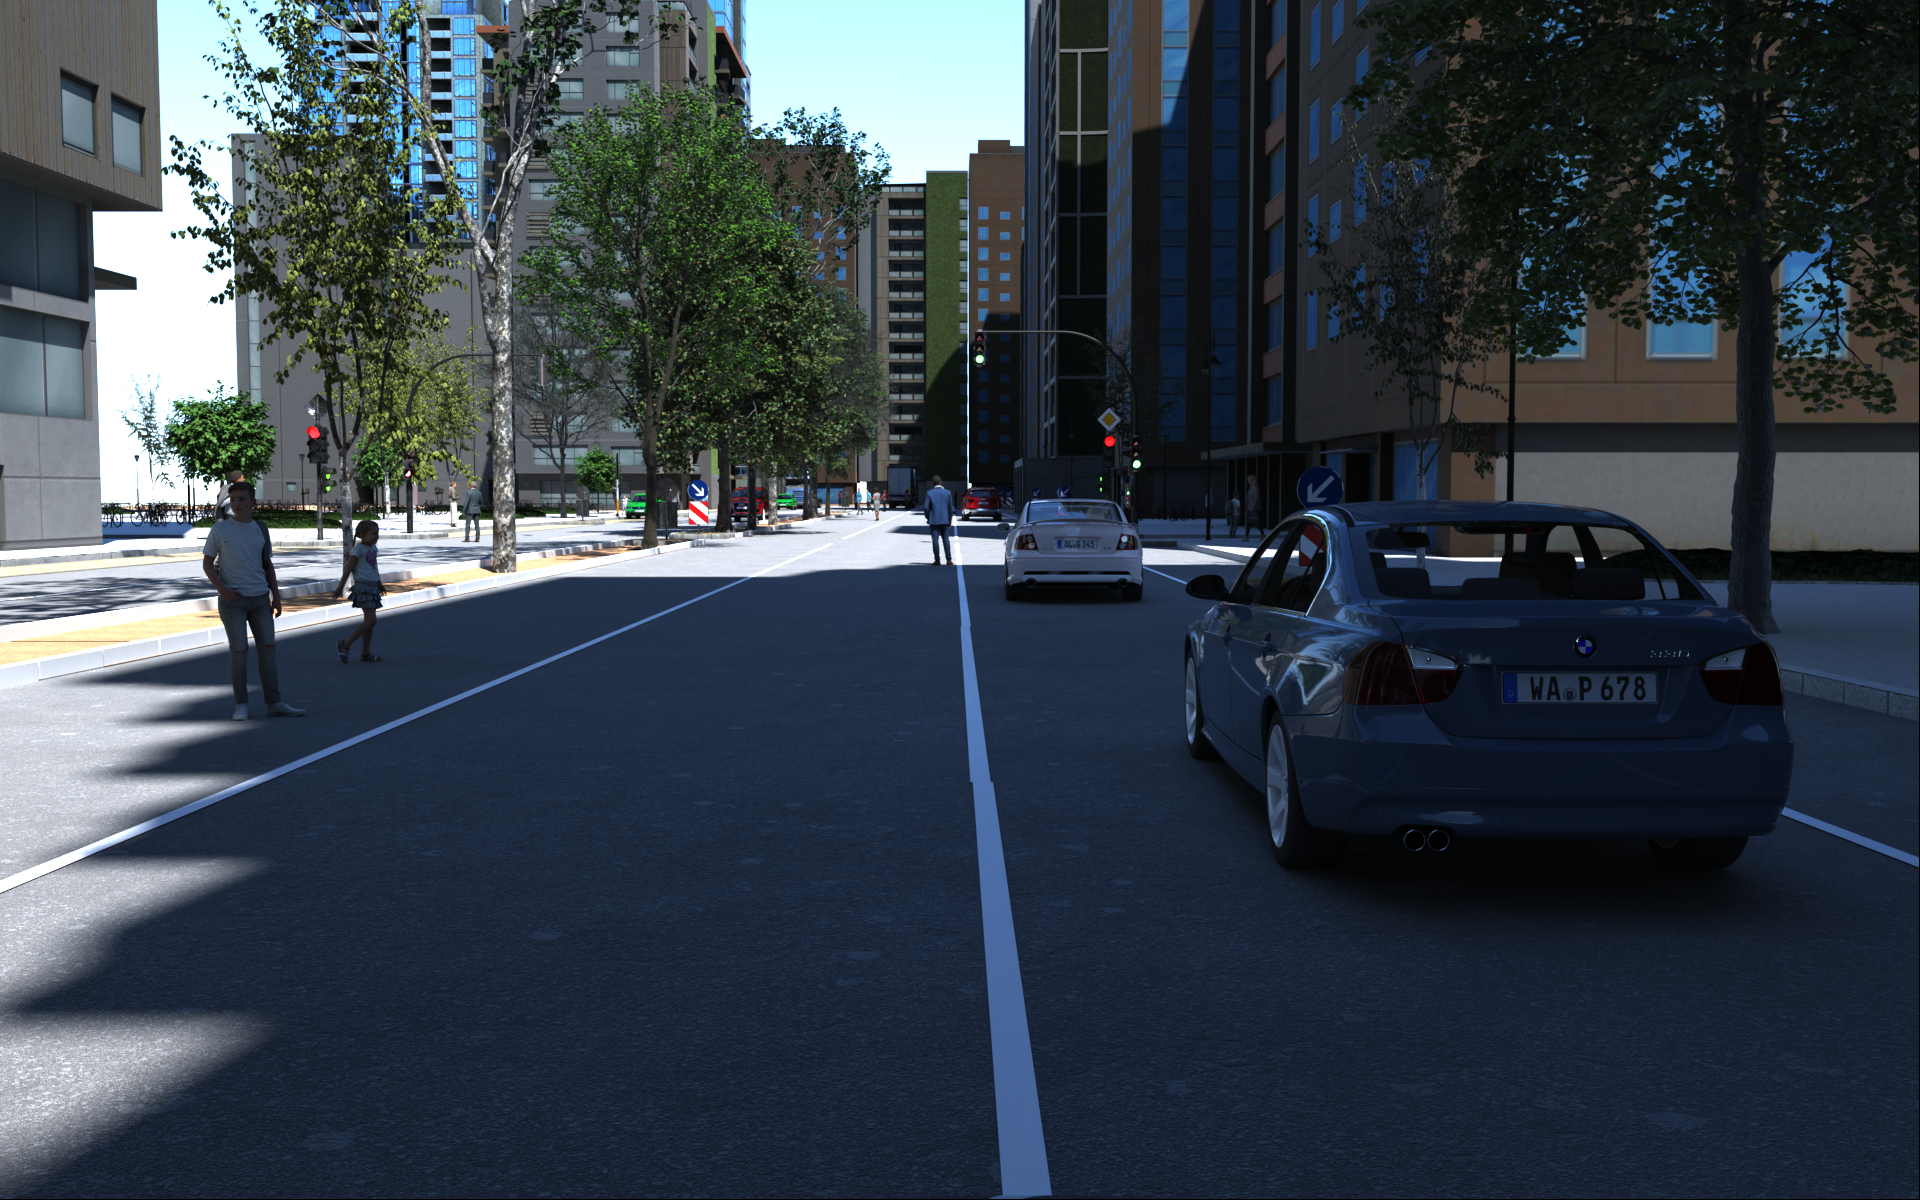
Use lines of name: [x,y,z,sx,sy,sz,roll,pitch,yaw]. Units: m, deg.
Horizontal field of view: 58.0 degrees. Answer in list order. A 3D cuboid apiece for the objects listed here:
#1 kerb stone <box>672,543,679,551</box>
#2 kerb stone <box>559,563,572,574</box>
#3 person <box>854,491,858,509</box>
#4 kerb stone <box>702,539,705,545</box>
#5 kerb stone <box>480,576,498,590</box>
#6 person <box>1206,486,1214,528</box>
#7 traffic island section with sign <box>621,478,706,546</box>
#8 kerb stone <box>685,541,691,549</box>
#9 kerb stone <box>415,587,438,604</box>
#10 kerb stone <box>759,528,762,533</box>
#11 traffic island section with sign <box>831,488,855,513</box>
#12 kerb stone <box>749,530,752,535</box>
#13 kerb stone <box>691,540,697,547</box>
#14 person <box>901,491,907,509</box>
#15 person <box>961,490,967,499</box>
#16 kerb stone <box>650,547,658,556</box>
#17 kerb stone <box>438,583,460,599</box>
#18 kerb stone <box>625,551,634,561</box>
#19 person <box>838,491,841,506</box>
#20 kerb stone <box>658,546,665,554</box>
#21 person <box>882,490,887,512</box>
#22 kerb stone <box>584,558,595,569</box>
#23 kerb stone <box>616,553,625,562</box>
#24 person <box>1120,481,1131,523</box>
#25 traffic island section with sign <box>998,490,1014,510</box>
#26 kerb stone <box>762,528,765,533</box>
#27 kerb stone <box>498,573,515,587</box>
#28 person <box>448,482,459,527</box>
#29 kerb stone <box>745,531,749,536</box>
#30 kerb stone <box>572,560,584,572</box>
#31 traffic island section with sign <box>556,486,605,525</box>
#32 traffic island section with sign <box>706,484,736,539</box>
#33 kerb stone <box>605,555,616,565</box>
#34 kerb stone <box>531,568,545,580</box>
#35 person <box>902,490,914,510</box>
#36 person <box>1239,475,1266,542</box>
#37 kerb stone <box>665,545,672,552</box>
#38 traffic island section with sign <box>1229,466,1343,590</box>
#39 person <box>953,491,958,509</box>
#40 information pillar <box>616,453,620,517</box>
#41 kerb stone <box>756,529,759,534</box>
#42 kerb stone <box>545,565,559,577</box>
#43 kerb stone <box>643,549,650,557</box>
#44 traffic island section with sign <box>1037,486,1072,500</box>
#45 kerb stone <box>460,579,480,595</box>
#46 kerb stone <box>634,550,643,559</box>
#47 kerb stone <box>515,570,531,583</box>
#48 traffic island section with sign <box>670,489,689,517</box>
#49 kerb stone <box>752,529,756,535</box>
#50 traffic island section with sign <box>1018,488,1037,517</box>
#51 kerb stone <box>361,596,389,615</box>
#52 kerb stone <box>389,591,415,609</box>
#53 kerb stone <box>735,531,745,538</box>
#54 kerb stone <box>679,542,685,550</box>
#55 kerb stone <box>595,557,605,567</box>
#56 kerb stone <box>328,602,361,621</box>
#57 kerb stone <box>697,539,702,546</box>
kerb stone: [-7.262,-1.302,43.509,0.120,0.150,1.000,0,4,0]
kerb stone: [-7.207,-0.551,31.197,0.120,0.150,1.000,0,4,0]
person: [-10.149,-9.675,167.490,0.445,1.727,0.742,-1,4,-21]
kerb stone: [-7.284,-1.616,48.625,0.120,0.150,1.000,0,4,0]
kerb stone: [-7.189,-0.237,26.067,0.120,0.150,1.000,0,4,0]
person: [9.392,-3.502,65.109,0.330,1.601,0.589,1,4,23]
traffic island section with sign: [-8.335,-2.473,48.567,2.006,1.907,1.989,0,4,0]
kerb stone: [-7.277,-1.426,45.554,0.120,0.150,1.000,0,4,0]
kerb stone: [-7.173,-0.049,23.000,0.120,0.150,1.000,0,4,0]
kerb stone: [-7.356,-2.465,62.497,0.120,0.150,1.000,0,4,0]
traffic island section with sign: [-8.719,-7.521,131.112,2.006,1.907,1.989,0,4,0]
kerb stone: [-7.341,-2.276,59.415,0.120,0.150,1.000,0,4,0]
kerb stone: [-7.281,-1.491,46.575,0.120,0.150,1.000,0,4,0]
person: [-5.272,-9.663,167.209,0.721,1.743,1.217,-3,5,-42]
person: [0.575,-8.608,149.247,1.348,1.822,0.705,3,4,36]
kerb stone: [-7.249,-1.115,40.432,0.120,0.150,1.000,0,4,0]
kerb stone: [-7.180,-0.112,24.024,0.120,0.150,1.000,0,4,0]
kerb stone: [-7.241,-0.923,37.354,0.120,0.150,1.000,0,4,0]
person: [-14.050,-11.831,201.881,0.705,1.831,1.348,0,4,-4]
kerb stone: [-7.258,-1.175,41.454,0.120,0.150,1.000,0,4,0]
person: [-6.264,-8.113,141.866,0.721,1.743,1.217,1,4,22]
kerb stone: [-7.220,-0.677,33.257,0.120,0.150,1.000,0,4,0]
kerb stone: [-7.234,-0.861,36.332,0.120,0.150,1.000,0,4,0]
person: [6.838,-3.937,70.601,0.473,1.802,0.592,-3,5,-40]
traffic island section with sign: [4.389,-9.167,158.503,1.989,1.847,2.006,0,4,0]
kerb stone: [-7.356,-2.521,63.525,0.120,0.150,1.000,0,4,0]
kerb stone: [-7.184,-0.299,27.089,0.120,0.150,1.000,0,4,0]
person: [-19.646,-3.713,67.308,0.362,1.759,0.519,-2,4,-34]
kerb stone: [-7.333,-2.214,58.388,0.120,0.150,1.000,0,4,0]
kerb stone: [-7.206,-0.614,32.233,0.120,0.150,1.000,0,4,0]
traffic island section with sign: [-17.682,-4.422,80.924,1.989,1.847,2.006,0,4,0]
traffic island section with sign: [-8.360,-2.926,55.974,2.006,1.907,1.989,0,4,0]
kerb stone: [-7.228,-0.802,35.308,0.120,0.150,1.000,0,4,0]
kerb stone: [-7.201,-0.425,29.144,0.120,0.150,1.000,0,4,0]
person: [-4.825,-9.194,158.829,1.348,1.824,0.705,3,5,39]
person: [7.916,-2.469,46.590,0.728,1.800,0.709,-1,4,-8]
kerb stone: [-7.264,-1.241,42.483,0.120,0.150,1.000,0,4,0]
traffic island section with sign: [5.008,-1.025,25.383,1.989,1.847,2.006,0,4,0]
person: [-0.479,-9.915,171.125,0.721,1.766,1.217,1,4,13]
information pillar: [-19.577,-6.579,98.914,0.183,3.616,0.504,-1,4,-17]
kerb stone: [-7.349,-2.401,61.475,0.120,0.150,1.000,0,4,0]
kerb stone: [-7.210,-0.486,30.176,0.120,0.150,1.000,0,4,0]
kerb stone: [-7.248,-1.053,39.404,0.120,0.150,1.000,0,4,0]
traffic island section with sign: [4.749,-4.425,80.973,1.989,1.847,2.006,0,4,0]
kerb stone: [-7.174,-0.174,25.046,0.120,0.150,1.000,0,4,0]
kerb stone: [-7.242,-0.989,38.378,0.120,0.150,1.000,0,4,0]
kerb stone: [-7.194,-0.362,28.121,0.120,0.150,1.000,0,4,0]
traffic island section with sign: [-17.800,-6.086,108.142,1.989,1.847,2.006,0,4,0]
kerb stone: [-7.335,-2.333,60.446,0.120,0.150,1.000,0,4,0]
traffic island section with sign: [4.620,-6.078,107.998,1.989,1.847,2.006,0,4,0]
kerb stone: [-7.159,0.076,20.956,0.120,0.150,1.000,0,4,0]
kerb stone: [-7.168,0.016,21.978,0.120,0.150,1.000,0,4,0]
kerb stone: [-7.334,-2.144,57.365,0.120,0.150,1.000,0,4,0]
kerb stone: [-7.271,-1.366,44.531,0.120,0.150,1.000,0,4,0]
kerb stone: [-7.234,-0.739,34.284,0.120,0.150,1.000,0,4,0]
kerb stone: [-7.159,0.139,19.934,0.120,0.150,1.000,0,4,0]
kerb stone: [-7.286,-1.554,47.603,0.120,0.150,1.000,0,4,0]
